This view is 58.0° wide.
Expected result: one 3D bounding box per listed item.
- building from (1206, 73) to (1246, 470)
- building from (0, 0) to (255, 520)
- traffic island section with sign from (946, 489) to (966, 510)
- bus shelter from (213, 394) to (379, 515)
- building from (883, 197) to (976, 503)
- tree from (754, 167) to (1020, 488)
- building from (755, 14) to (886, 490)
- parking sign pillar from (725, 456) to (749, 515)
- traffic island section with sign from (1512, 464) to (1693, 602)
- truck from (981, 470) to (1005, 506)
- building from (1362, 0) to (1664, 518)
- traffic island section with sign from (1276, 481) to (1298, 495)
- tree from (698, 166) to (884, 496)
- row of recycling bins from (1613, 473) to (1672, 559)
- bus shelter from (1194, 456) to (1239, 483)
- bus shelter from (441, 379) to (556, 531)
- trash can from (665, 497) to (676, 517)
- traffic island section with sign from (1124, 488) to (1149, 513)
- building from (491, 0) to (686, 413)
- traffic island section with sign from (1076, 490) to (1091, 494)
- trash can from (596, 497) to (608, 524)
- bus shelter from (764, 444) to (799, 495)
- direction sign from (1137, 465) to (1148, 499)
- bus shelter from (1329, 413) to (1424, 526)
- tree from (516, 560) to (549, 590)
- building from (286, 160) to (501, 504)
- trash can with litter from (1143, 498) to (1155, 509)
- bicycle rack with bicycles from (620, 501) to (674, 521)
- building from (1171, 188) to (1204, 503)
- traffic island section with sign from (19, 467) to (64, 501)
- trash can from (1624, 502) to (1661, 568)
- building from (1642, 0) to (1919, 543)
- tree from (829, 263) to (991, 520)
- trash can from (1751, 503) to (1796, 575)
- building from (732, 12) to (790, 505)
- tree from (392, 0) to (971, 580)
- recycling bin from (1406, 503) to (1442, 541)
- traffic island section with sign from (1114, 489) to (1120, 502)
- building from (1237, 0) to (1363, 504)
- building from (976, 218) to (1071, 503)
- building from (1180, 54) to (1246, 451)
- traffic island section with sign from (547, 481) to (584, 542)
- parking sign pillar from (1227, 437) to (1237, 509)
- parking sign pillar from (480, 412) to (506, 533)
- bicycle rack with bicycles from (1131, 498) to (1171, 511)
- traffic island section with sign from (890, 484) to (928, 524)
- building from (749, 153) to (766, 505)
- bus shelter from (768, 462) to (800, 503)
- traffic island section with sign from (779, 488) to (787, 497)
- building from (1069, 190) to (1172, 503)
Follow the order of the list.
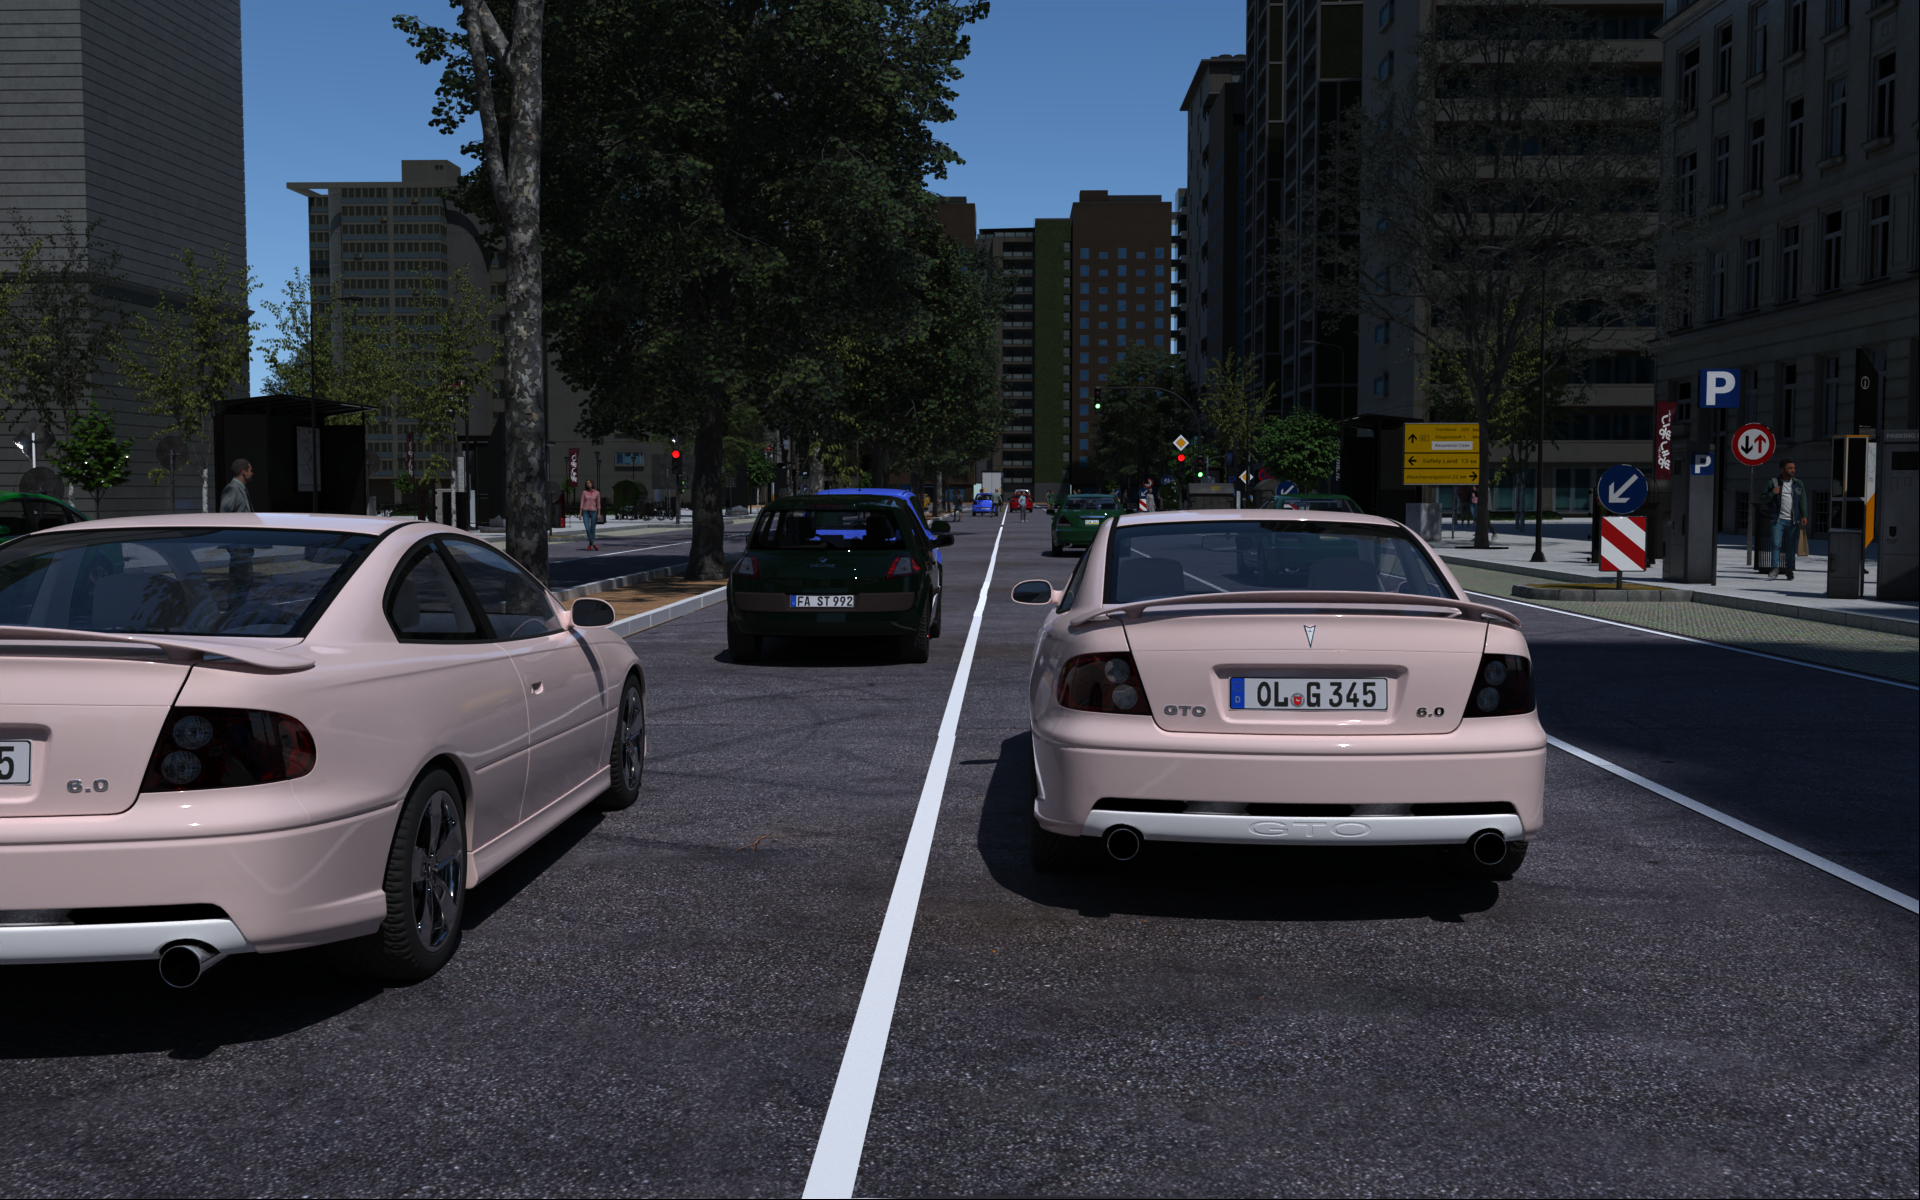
[{"bbox_3d":[34.199,-32.738,185.372,14.600,45.320,14.200,0,4,2],"label":"building"},{"bbox_3d":[-40.708,-17.125,57.481,29.804,29.767,11.434,0,4,2],"label":"building"},{"bbox_3d":[-0.378,-9.099,156.899,2.006,1.907,1.989,0,4,2],"label":"traffic island section with sign"},{"bbox_3d":[-16.628,-3.209,43.745,1.731,3.624,6.357,0,4,2],"label":"bus shelter"},{"bbox_3d":[-4.737,-37.243,259.027,14.200,45.320,14.600,0,4,2],"label":"building"},{"bbox_3d":[-2.786,-8.472,57.981,9.611,12.733,9.660,0,3,0],"label":"tree"},{"bbox_3d":[-22.057,-50.346,261.412,20.611,71.187,20.563,0,4,2],"label":"building"},{"bbox_3d":[-13.556,-7.131,105.068,1.447,3.967,1.447,0,4,8],"label":"parking sign pillar"},{"bbox_3d":[8.734,-0.930,23.831,1.989,1.847,2.006,0,4,2],"label":"traffic island section with sign"},{"bbox_3d":[4.028,-13.587,211.066,2.839,4.237,11.283,0,4,3],"label":"truck"},{"bbox_3d":[35.035,-29.238,101.746,21.600,48.544,21.300,0,4,2],"label":"building"},{"bbox_3d":[9.545,-2.638,51.754,1.989,1.847,2.006,0,4,2],"label":"traffic island section with sign"},{"bbox_3d":[-3.589,-5.130,36.700,4.737,8.622,4.395,0,3,0],"label":"tree"},{"bbox_3d":[14.085,-1.756,35.816,1.069,1.692,3.534,0,4,7],"label":"row of recycling bins"},{"bbox_3d":[14.011,-6.220,95.625,2.014,3.302,5.546,0,4,2],"label":"bus shelter"},{"bbox_3d":[-16.966,-5.236,63.237,2.179,5.291,8.768,0,4,2],"label":"bus shelter"},{"bbox_3d":[-15.939,-5.124,95.426,0.748,1.137,0.748,0,3,0],"label":"trash can"},{"bbox_3d":[11.146,-5.976,106.342,1.989,1.847,2.006,0,4,2],"label":"traffic island section with sign"},{"bbox_3d":[-33.106,-33.303,168.211,21.300,48.544,21.600,0,4,2],"label":"building"},{"bbox_3d":[13.391,-10.698,183.538,1.989,1.847,2.006,0,4,2],"label":"traffic island section with sign"},{"bbox_3d":[-15.312,-3.778,73.422,0.748,1.137,0.748,0,3,0],"label":"trash can"},{"bbox_3d":[-14.726,-10.089,142.591,2.179,5.291,8.768,0,4,1],"label":"bus shelter"},{"bbox_3d":[14.170,-8.706,134.339,0.876,3.537,0.379,2,4,25],"label":"direction sign"},{"bbox_3d":[12.782,-3.802,53.448,1.731,3.624,6.357,0,4,2],"label":"bus shelter"},{"bbox_3d":[-5.390,-9.710,17.099,12.611,20.169,13.585,0,3,0],"label":"tree"},{"bbox_3d":[-62.337,-31.545,207.633,23.993,40.220,32.217,0,4,2],"label":"building"},{"bbox_3d":[15.144,-7.833,139.453,1.055,1.170,0.624,0,4,-7],"label":"trash can with litter"},{"bbox_3d":[-15.083,-4.343,84.392,2.852,0.926,2.925,3,5,40],"label":"bicycle rack with bicycles"},{"bbox_3d":[46.347,-39.269,261.648,30.456,49.044,23.786,0,4,2],"label":"building"},{"bbox_3d":[-13.278,-0.970,24.481,1.989,1.847,2.006,0,4,2],"label":"traffic island section with sign"},{"bbox_3d":[11.876,-1.145,30.367,0.748,1.137,0.748,0,3,0],"label":"trash can"},{"bbox_3d":[31.301,-13.030,46.318,16.112,22.955,30.059,0,4,2],"label":"building"},{"bbox_3d":[-2.838,-8.542,67.870,9.928,11.665,9.643,0,3,0],"label":"tree"},{"bbox_3d":[13.086,-0.988,27.802,0.748,1.137,0.748,0,3,0],"label":"trash can"},{"bbox_3d":[-35.397,-40.934,211.271,28.212,58.520,21.231,0,4,2],"label":"building"},{"bbox_3d":[-4.248,-7.306,28.572,9.857,13.997,8.962,0,3,0],"label":"tree"},{"bbox_3d":[12.855,-2.169,48.009,0.722,1.027,0.722,-2,4,-23],"label":"recycling bin"},{"bbox_3d":[11.957,-7.687,134.304,1.989,1.847,2.006,0,4,2],"label":"traffic island section with sign"},{"bbox_3d":[36.872,-44.565,166.897,20.563,71.187,20.611,0,4,2],"label":"building"},{"bbox_3d":[9.393,-35.164,258.518,14.086,41.232,14.154,0,4,2],"label":"building"},{"bbox_3d":[41.727,-37.745,206.373,28.713,52.752,27.495,0,4,2],"label":"building"},{"bbox_3d":[-12.469,-2.674,52.349,1.989,1.847,2.006,0,4,2],"label":"traffic island section with sign"},{"bbox_3d":[12.782,-5.677,81.292,1.447,3.967,1.447,1,4,10],"label":"parking sign pillar"},{"bbox_3d":[-15.267,-4.232,57.666,1.447,3.967,1.447,-2,4,-35],"label":"parking sign pillar"},{"bbox_3d":[16.405,-8.185,147.200,2.925,0.926,2.852,3,5,42],"label":"bicycle rack with bicycles"},{"bbox_3d":[-2.560,-4.505,81.792,2.006,1.907,1.989,0,4,2],"label":"traffic island section with sign"},{"bbox_3d":[-33.511,-34.623,189.792,21.300,48.544,21.600,0,4,2],"label":"building"},{"bbox_3d":[-12.936,-8.354,127.865,1.731,3.624,6.357,0,4,2],"label":"bus shelter"},{"bbox_3d":[-10.867,-6.016,106.991,1.989,1.847,2.006,0,4,2],"label":"traffic island section with sign"},{"bbox_3d":[23.604,-37.164,257.741,14.200,45.320,14.600,0,4,2],"label":"building"}]
